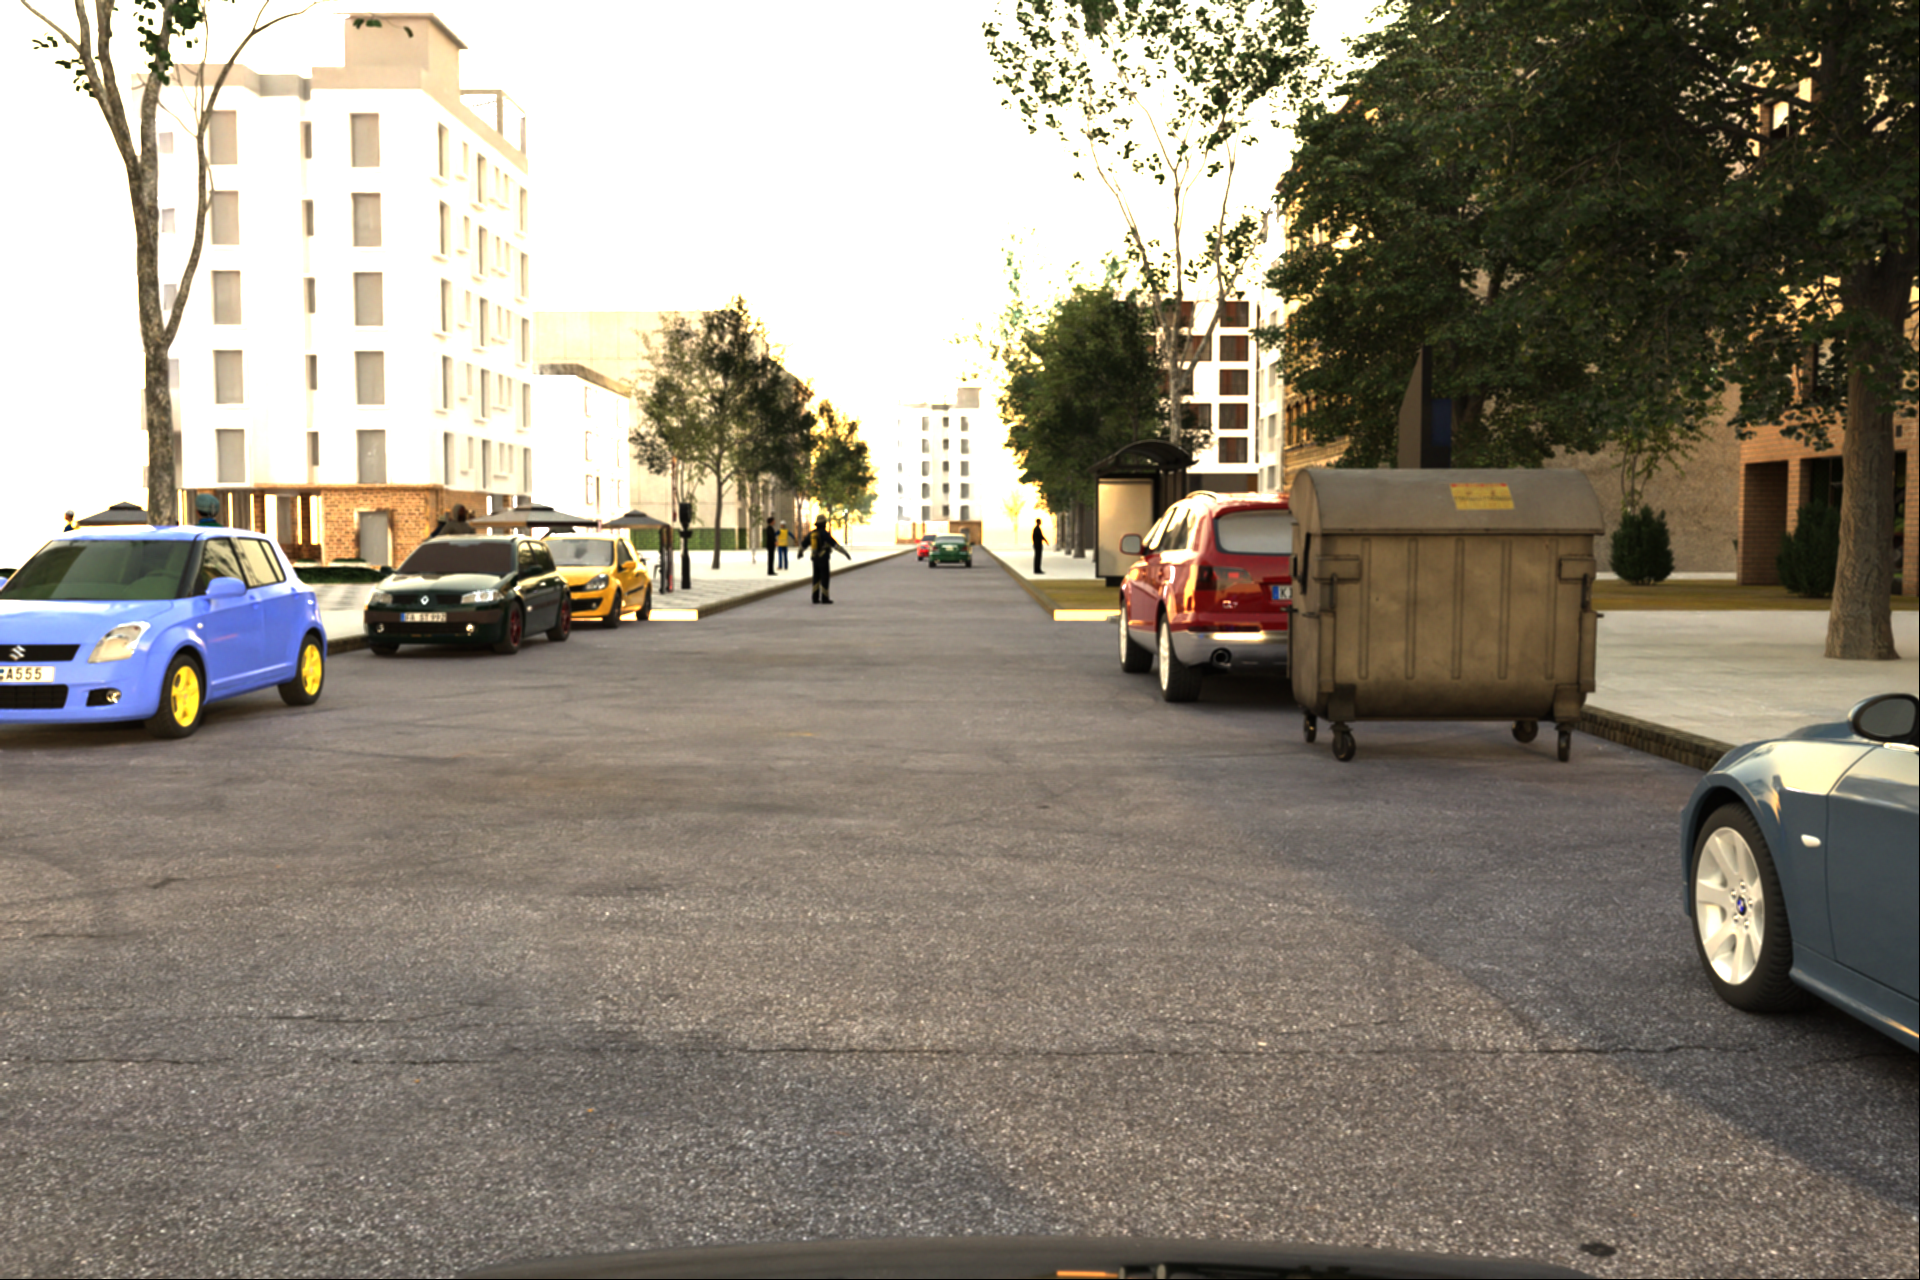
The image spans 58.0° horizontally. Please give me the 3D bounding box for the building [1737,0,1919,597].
[{"bbox_3d":[29.107,-12.992,18.996,21.656,26.213,47.522,0,4,0],"label":"building"}]

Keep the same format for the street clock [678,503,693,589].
[{"bbox_3d":[-6.374,-2.181,40.234,0.358,2.002,0.471,0,4,0],"label":"street clock"}]

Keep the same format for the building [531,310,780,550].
[{"bbox_3d":[-26.076,-17.512,152.770,16.747,18.905,31.486,0,4,0],"label":"building"}]

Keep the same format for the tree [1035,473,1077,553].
[{"bbox_3d":[6.308,-10.235,117.704,4.360,8.622,3.978,0,3,0],"label":"tree"}]

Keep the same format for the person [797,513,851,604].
[{"bbox_3d":[-2.850,-1.679,35.683,1.354,1.856,0.705,2,4,33],"label":"person"}]

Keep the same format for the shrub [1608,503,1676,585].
[{"bbox_3d":[17.140,-2.412,43.481,1.661,2.075,1.752,0,3,0],"label":"shrub"}]

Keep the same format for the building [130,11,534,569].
[{"bbox_3d":[-24.117,-12.711,64.253,16.016,20.090,11.380,0,4,1],"label":"building"}]

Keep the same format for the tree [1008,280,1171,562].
[{"bbox_3d":[6.008,-9.799,78.343,7.486,12.596,7.792,0,3,0],"label":"tree"}]

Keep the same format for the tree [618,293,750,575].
[{"bbox_3d":[-8.905,-6.336,53.956,4.360,8.622,3.978,0,3,0],"label":"tree"}]

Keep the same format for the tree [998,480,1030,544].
[{"bbox_3d":[7.558,-16.805,225.124,4.360,8.622,3.978,0,3,0],"label":"tree"}]

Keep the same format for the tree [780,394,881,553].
[{"bbox_3d":[-8.959,-11.093,115.787,8.767,10.594,7.601,3,5,44],"label":"tree"}]

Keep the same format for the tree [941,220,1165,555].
[{"bbox_3d":[5.290,-15.312,106.232,12.611,20.169,13.585,0,3,0],"label":"tree"}]

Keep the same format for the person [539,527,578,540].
[{"bbox_3d":[-9.302,-2.095,40.525,1.348,1.796,0.705,-1,4,-16],"label":"person"}]

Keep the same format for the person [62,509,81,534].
[{"bbox_3d":[-19.323,-1.934,37.584,0.705,1.833,1.349,0,4,-5],"label":"person"}]

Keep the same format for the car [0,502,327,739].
[{"bbox_3d":[-6.261,-0.223,13.240,1.945,1.707,3.694,0,3,0],"label":"car"}]

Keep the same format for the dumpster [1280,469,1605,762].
[{"bbox_3d":[3.115,-0.193,11.370,1.865,1.857,1.264,0,4,0],"label":"dumpster"}]

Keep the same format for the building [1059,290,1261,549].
[{"bbox_3d":[22.907,-19.435,161.739,27.936,21.610,32.646,0,3,0],"label":"building"}]

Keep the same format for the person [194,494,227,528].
[{"bbox_3d":[-7.175,-0.484,16.494,0.704,1.817,1.347,3,4,38],"label":"person"}]

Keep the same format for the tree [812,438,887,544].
[{"bbox_3d":[-14.381,-19.165,220.005,9.857,13.997,8.962,0,3,0],"label":"tree"}]

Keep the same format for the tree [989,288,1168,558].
[{"bbox_3d":[6.377,-11.322,91.769,9.857,13.997,8.962,0,3,0],"label":"tree"}]

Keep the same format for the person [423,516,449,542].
[{"bbox_3d":[-16.100,-2.939,53.840,0.705,1.856,1.354,3,5,41],"label":"person"}]

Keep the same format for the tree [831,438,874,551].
[{"bbox_3d":[-8.385,-11.104,131.918,4.737,8.622,4.395,0,3,0],"label":"tree"}]

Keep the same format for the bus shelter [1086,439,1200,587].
[{"bbox_3d":[4.095,-2.799,39.683,2.014,3.302,5.546,0,3,0],"label":"bus shelter"}]

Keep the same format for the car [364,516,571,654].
[{"bbox_3d":[-6.130,-0.738,21.849,2.009,1.686,4.222,0,4,0],"label":"car"}]

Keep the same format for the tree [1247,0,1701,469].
[{"bbox_3d":[10.490,-7.920,36.156,9.857,13.997,8.962,0,3,0],"label":"tree"}]

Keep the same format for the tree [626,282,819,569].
[{"bbox_3d":[-8.666,-7.900,63.583,7.601,10.594,8.767,-1,4,-12],"label":"tree"}]

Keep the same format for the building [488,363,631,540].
[{"bbox_3d":[-23.395,-9.614,99.340,9.099,9.664,28.070,0,4,0],"label":"building"}]

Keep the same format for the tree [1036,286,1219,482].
[{"bbox_3d":[6.316,-8.042,65.906,7.601,10.594,8.767,-2,4,-25],"label":"tree"}]

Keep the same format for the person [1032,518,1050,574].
[{"bbox_3d":[2.561,-3.050,56.088,0.704,1.802,1.346,-1,4,-18],"label":"person"}]

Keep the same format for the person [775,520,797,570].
[{"bbox_3d":[-6.433,-3.434,62.607,1.216,1.772,0.721,-2,4,-30],"label":"person"}]

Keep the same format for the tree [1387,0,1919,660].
[{"bbox_3d":[9.252,-6.786,17.607,9.857,13.997,8.962,0,3,0],"label":"tree"}]

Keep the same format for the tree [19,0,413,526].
[{"bbox_3d":[-12.464,-10.262,23.678,12.611,20.169,13.585,0,3,0],"label":"tree"}]

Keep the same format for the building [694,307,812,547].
[{"bbox_3d":[-25.372,-21.191,177.399,19.493,23.208,18.063,0,4,0],"label":"building"}]

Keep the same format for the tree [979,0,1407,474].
[{"bbox_3d":[7.614,-11.844,49.543,12.611,20.169,13.585,0,3,0],"label":"tree"}]

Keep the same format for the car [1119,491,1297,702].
[{"bbox_3d":[2.716,-0.468,16.332,2.281,1.827,5.304,0,4,-1],"label":"car"}]

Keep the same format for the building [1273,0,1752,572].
[{"bbox_3d":[23.231,-14.396,66.302,19.493,23.208,18.063,0,4,1],"label":"building"}]

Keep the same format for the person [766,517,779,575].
[{"bbox_3d":[-5.879,-2.934,54.164,0.705,1.806,1.347,-1,4,-14],"label":"person"}]

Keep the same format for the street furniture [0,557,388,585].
[{"bbox_3d":[-19.927,-1.770,44.565,10.072,0.657,5.734,-1,4,-15],"label":"street furniture"}]

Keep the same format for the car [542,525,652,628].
[{"bbox_3d":[-6.033,-1.057,27.504,2.015,1.641,3.980,0,4,0],"label":"car"}]

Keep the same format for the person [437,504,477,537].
[{"bbox_3d":[-8.849,-1.503,30.702,0.705,1.813,1.348,2,4,35],"label":"person"}]

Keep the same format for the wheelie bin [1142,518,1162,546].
[{"bbox_3d":[3.879,-1.551,33.270,0.693,1.594,0.980,0,4,-1],"label":"wheelie bin"}]

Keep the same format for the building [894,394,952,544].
[{"bbox_3d":[-8.084,-22.397,225.070,11.380,20.090,16.016,-1,4,-8],"label":"building"}]

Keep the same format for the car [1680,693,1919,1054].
[{"bbox_3d":[3.172,0.506,3.732,2.014,1.417,4.499,0,4,0],"label":"car"}]

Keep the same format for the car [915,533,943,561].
[{"bbox_3d":[-1.371,-5.214,94.283,2.155,1.783,4.494,0,4,0],"label":"car"}]

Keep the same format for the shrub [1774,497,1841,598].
[{"bbox_3d":[17.179,-1.854,34.728,1.690,2.028,1.600,0,3,0],"label":"shrub"}]

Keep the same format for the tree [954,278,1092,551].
[{"bbox_3d":[6.366,-16.659,128.260,12.611,20.169,13.585,0,3,0],"label":"tree"}]

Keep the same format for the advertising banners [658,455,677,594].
[{"bbox_3d":[-6.370,-2.552,37.906,0.090,3.025,2.074,0,4,1],"label":"advertising banners"}]

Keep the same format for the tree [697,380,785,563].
[{"bbox_3d":[-8.862,-7.683,75.984,4.360,8.622,3.978,0,3,0],"label":"tree"}]

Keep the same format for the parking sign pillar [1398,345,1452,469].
[{"bbox_3d":[6.792,-2.260,25.428,1.447,3.967,1.447,0,4,0],"label":"parking sign pillar"}]

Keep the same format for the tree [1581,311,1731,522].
[{"bbox_3d":[18.905,-5.978,48.095,4.737,8.622,4.395,0,3,0],"label":"tree"}]

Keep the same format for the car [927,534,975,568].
[{"bbox_3d":[-0.406,-3.873,75.129,2.131,1.459,4.920,0,4,1],"label":"car"}]

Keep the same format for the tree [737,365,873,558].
[{"bbox_3d":[-8.611,-9.815,94.880,8.767,10.594,7.601,1,4,12],"label":"tree"}]

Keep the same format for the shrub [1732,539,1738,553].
[{"bbox_3d":[20.945,-2.492,44.790,1.661,2.075,1.752,0,3,0],"label":"shrub"}]

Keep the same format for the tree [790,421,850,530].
[{"bbox_3d":[-8.419,-9.540,106.334,4.737,8.622,4.395,0,3,0],"label":"tree"}]

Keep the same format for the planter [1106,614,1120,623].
[{"bbox_3d":[3.409,-0.442,28.365,1.991,0.319,1.994,0,3,0],"label":"planter"}]

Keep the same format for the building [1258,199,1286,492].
[{"bbox_3d":[22.257,-14.793,98.288,16.016,20.090,11.380,0,3,0],"label":"building"}]
